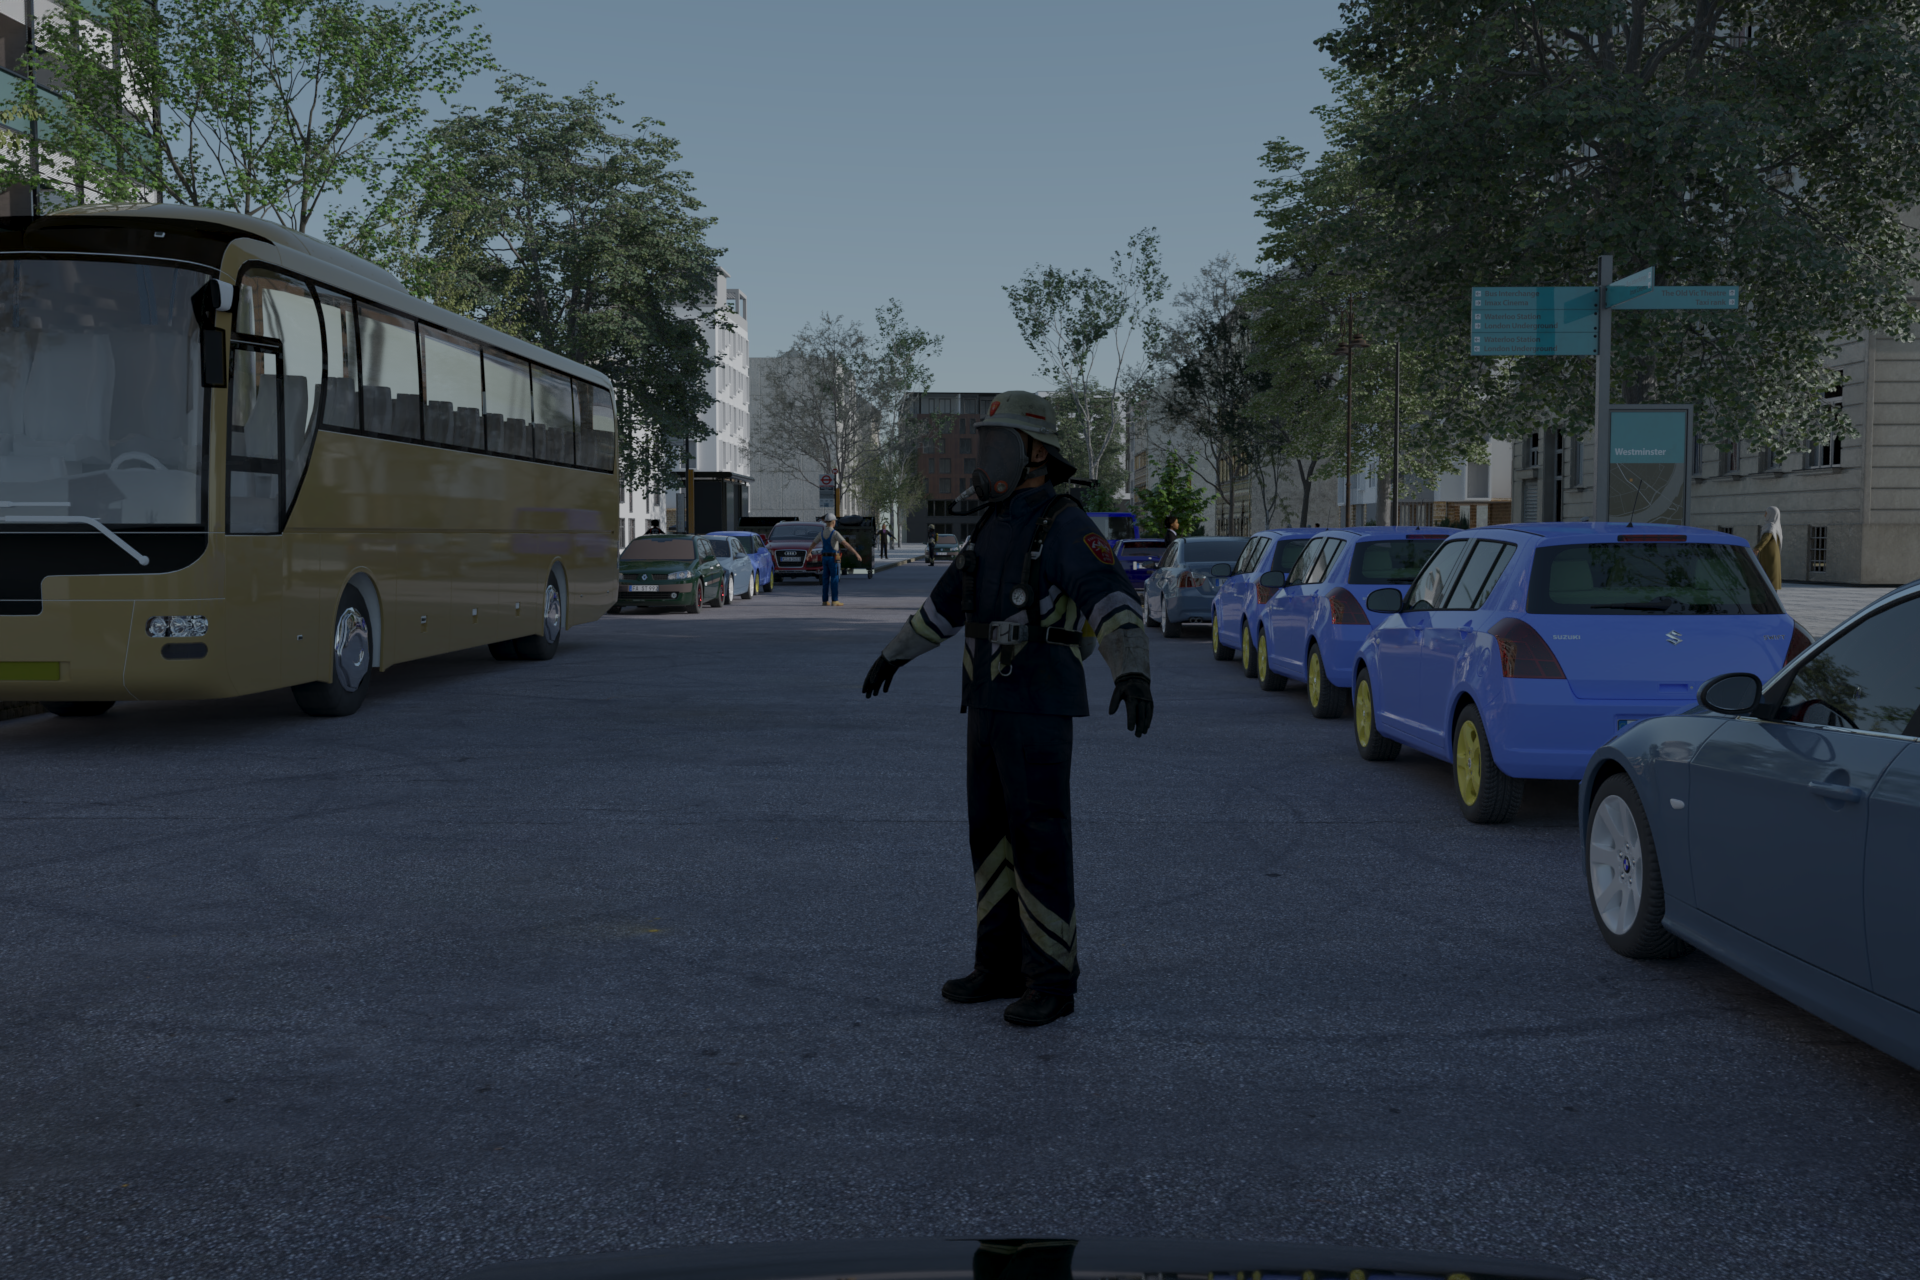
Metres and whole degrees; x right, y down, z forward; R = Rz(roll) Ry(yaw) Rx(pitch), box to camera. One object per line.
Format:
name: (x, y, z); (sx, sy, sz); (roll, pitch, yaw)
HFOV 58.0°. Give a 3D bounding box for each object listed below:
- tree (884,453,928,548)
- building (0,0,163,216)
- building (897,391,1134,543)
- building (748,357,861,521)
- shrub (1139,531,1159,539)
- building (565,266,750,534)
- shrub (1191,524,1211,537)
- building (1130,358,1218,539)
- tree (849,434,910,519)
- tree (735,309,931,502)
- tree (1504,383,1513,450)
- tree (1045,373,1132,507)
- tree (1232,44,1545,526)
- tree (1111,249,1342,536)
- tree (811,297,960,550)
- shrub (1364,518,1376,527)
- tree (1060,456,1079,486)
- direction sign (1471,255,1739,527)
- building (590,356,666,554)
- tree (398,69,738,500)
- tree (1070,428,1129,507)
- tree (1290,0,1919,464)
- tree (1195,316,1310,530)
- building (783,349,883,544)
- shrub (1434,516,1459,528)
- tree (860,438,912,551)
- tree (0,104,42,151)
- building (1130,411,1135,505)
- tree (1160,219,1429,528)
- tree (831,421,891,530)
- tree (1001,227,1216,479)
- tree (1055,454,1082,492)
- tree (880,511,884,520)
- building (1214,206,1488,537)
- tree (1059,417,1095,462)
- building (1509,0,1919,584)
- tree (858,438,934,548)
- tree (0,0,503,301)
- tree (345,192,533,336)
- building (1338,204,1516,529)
tree: (-5.550, -12.500, 154.736); (4.360, 8.622, 3.978); (0, 3, 0)
building: (-29.292, -12.973, 18.681); (21.656, 26.213, 47.522); (0, 4, 2)
building: (7.598, -25.228, 258.903); (32.646, 21.610, 27.936); (0, 4, -5)
building: (-20.382, -19.740, 189.214); (16.747, 18.905, 31.486); (0, 4, 1)
shrub: (7.942, -3.974, 69.017); (1.661, 2.075, 1.752); (0, 3, 0)
building: (-21.965, -16.349, 123.730); (16.016, 20.090, 11.380); (0, 4, 2)
shrub: (8.580, -3.740, 65.184); (1.661, 2.075, 1.752); (0, 3, 0)
building: (29.937, -22.472, 198.338); (19.493, 23.208, 18.063); (0, 4, 1)
tree: (-6.236, -10.374, 119.984); (4.360, 8.622, 3.978); (0, 3, 0)
tree: (-6.752, -11.258, 94.434); (12.009, 13.543, 11.850); (0, 3, 0)
tree: (29.343, -10.260, 78.119); (12.009, 13.543, 11.850); (0, 3, 0)
tree: (9.168, -14.104, 137.262); (9.857, 13.997, 8.962); (0, 3, 0)
tree: (10.076, -7.492, 40.625); (7.486, 12.596, 7.792); (0, 3, 0)
tree: (11.798, -10.111, 75.677); (12.009, 13.543, 11.850); (0, 3, 0)
tree: (-6.365, -17.468, 141.485); (12.611, 20.169, 13.585); (0, 3, 0)
shrub: (19.537, -4.741, 81.933); (1.690, 2.028, 1.600); (0, 3, 0)
tree: (10.116, -12.380, 152.770); (4.737, 8.622, 4.395); (0, 3, 0)
direction sign: (6.174, -1.677, 16.173); (2.525, 3.948, 1.411); (0, 4, 2)
building: (-20.572, -9.366, 95.283); (9.099, 9.664, 28.070); (0, 4, 2)
tree: (-10.764, -8.609, 47.411); (9.857, 13.997, 8.962); (0, 3, 0)
tree: (8.958, -10.220, 117.467); (4.360, 8.622, 3.978); (0, 3, 0)
tree: (9.062, -7.106, 22.832); (9.857, 13.997, 8.962); (0, 3, 0)
tree: (10.507, -6.585, 58.033); (4.360, 8.622, 3.978); (0, 3, 0)
building: (-19.702, -23.442, 214.198); (19.493, 23.208, 18.063); (0, 4, 1)
shrub: (19.365, -3.942, 68.868); (1.690, 2.028, 1.600); (0, 3, 0)
tree: (-5.893, -10.961, 129.568); (4.737, 8.622, 4.395); (0, 3, 0)
tree: (-12.276, -4.171, 18.562); (4.737, 8.622, 4.395); (0, 3, 0)
building: (31.765, -22.044, 226.871); (16.747, 18.905, 31.486); (0, 4, 2)
tree: (10.062, -7.118, 50.798); (8.767, 10.594, 7.601); (0, 4, 7)
tree: (-6.374, -9.947, 112.996); (4.360, 8.622, 3.978); (0, 3, 0)
tree: (9.272, -15.348, 106.822); (12.611, 20.169, 13.585); (0, 3, 0)
tree: (9.443, -12.031, 147.066); (4.360, 8.622, 3.978); (0, 3, 0)
tree: (-14.458, -19.921, 260.112); (7.601, 10.594, 8.767); (0, 4, 7)
building: (27.999, -17.615, 118.929); (19.493, 23.208, 18.063); (0, 4, 1)
tree: (10.684, -15.312, 168.474); (7.486, 12.596, 7.792); (0, 3, 0)
building: (28.986, -13.606, 54.487); (16.112, 23.069, 30.059); (0, 4, 1)
tree: (-6.060, -13.976, 162.926); (7.601, 10.594, 8.767); (-1, 4, -16)
tree: (-11.870, -6.307, 28.873); (9.928, 11.665, 9.643); (0, 3, 0)
tree: (-11.294, -5.305, 37.096); (4.737, 8.622, 4.395); (0, 3, 0)
building: (27.272, -14.899, 100.013); (16.016, 20.090, 11.380); (0, 4, 2)
